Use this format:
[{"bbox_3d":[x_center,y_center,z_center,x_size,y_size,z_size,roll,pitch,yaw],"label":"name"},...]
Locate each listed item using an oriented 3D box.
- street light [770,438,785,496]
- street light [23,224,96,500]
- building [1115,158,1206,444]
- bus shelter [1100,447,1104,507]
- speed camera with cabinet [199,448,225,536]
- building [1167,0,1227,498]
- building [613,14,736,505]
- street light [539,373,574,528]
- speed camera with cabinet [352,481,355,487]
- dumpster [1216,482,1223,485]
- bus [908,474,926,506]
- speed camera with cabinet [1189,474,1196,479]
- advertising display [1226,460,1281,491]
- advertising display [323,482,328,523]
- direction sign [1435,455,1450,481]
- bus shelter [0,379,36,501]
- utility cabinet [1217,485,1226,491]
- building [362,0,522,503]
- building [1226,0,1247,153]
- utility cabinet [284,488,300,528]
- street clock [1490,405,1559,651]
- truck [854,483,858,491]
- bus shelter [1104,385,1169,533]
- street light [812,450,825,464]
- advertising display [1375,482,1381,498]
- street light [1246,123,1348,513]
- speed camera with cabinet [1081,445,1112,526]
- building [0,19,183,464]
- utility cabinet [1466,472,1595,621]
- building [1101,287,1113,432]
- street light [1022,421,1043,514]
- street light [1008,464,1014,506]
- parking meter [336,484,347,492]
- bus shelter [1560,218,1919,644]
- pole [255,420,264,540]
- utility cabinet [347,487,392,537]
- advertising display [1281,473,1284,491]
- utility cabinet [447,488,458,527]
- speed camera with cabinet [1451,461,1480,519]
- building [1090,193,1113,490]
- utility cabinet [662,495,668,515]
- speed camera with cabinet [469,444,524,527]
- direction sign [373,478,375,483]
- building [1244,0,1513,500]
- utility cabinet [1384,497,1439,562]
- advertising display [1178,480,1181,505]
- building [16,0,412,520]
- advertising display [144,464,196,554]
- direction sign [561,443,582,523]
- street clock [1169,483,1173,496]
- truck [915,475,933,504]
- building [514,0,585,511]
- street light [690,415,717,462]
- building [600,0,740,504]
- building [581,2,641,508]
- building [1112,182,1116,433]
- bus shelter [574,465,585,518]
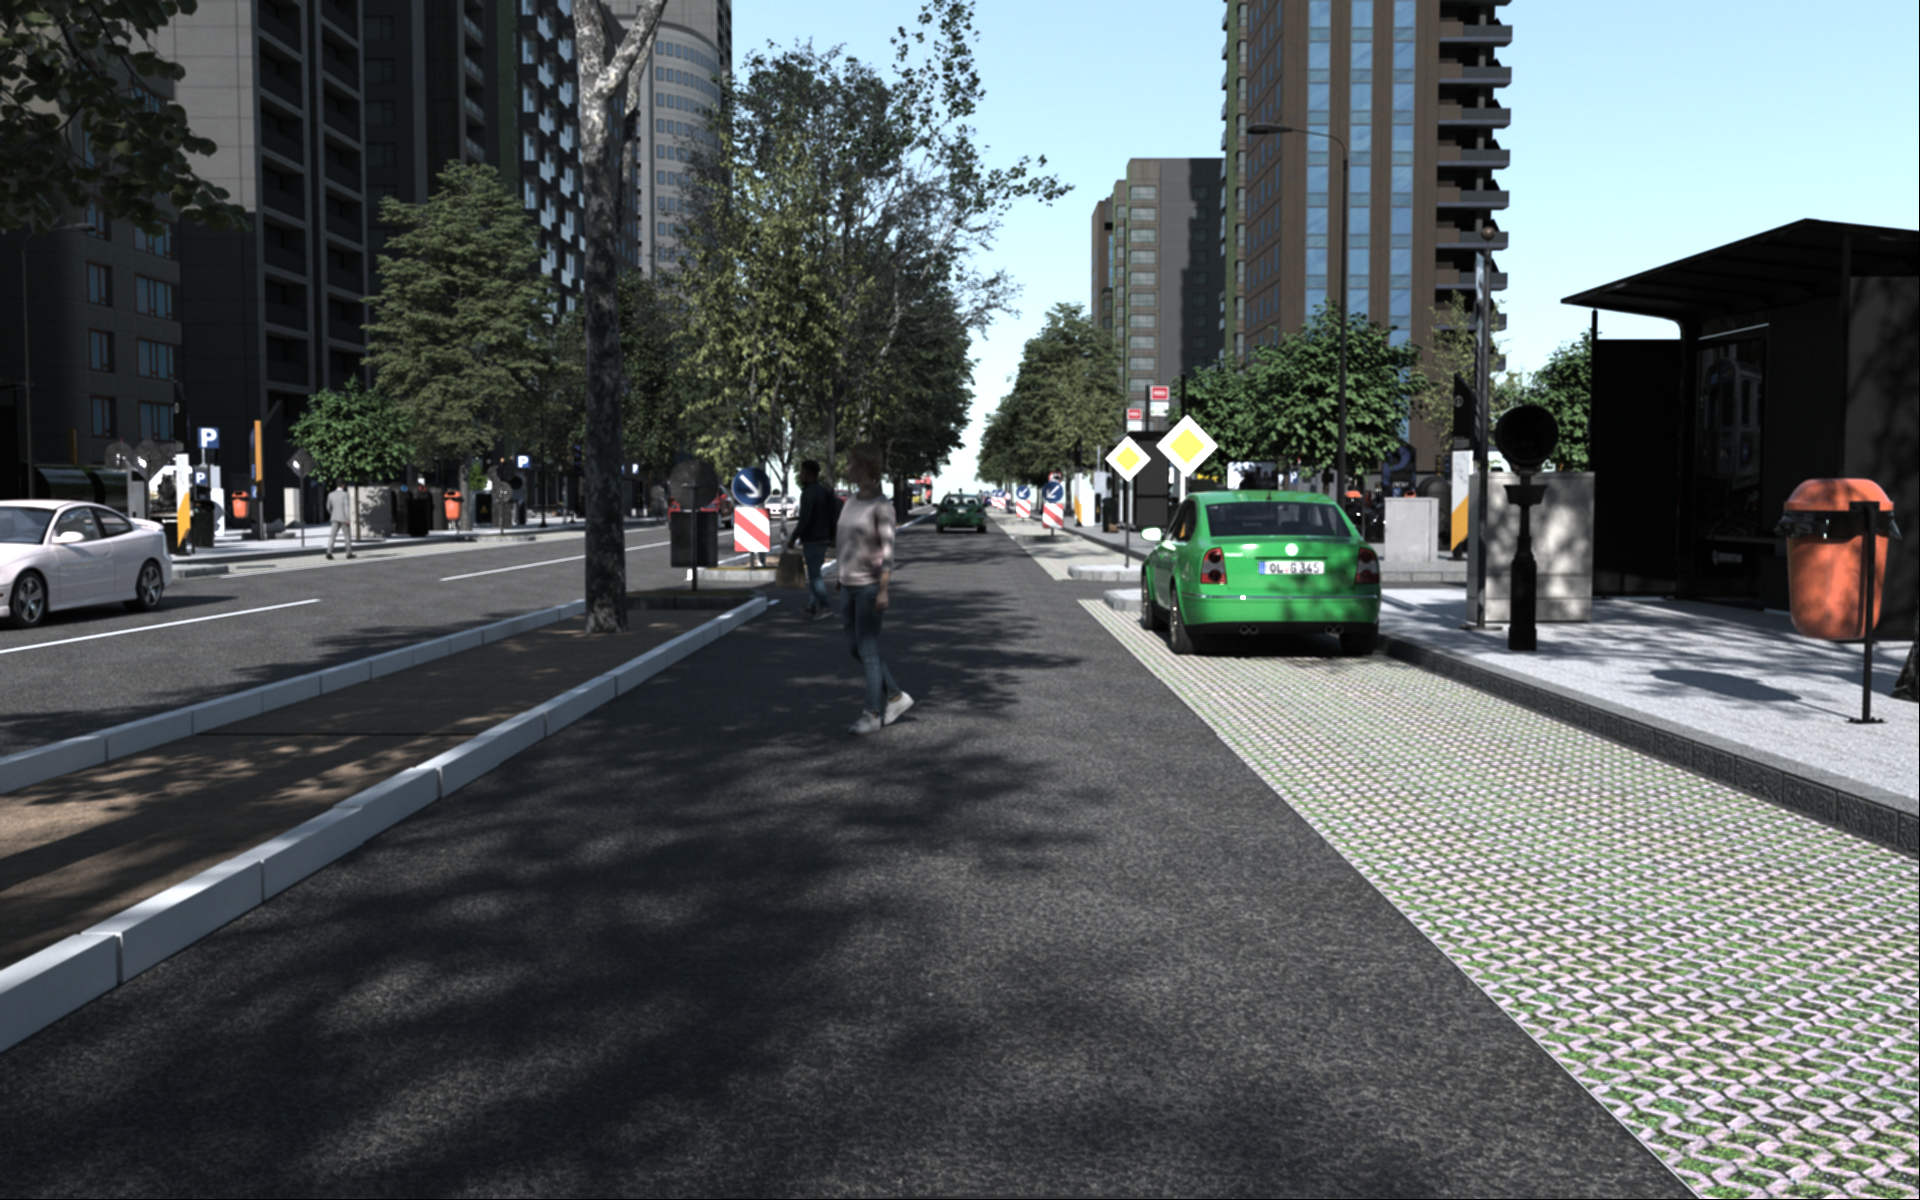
[{"bbox_3d":[-15.101,-10.411,142.755,1.470,5.913,1.316,0,4,0],"label":"street light"},{"bbox_3d":[-15.542,-3.509,29.921,1.470,5.913,1.316,0,4,0],"label":"street light"},{"bbox_3d":[27.214,-32.393,213.219,14.154,41.232,14.086,0,4,0],"label":"building"},{"bbox_3d":[7.401,-6.161,78.356,2.179,5.291,8.768,0,4,0],"label":"bus shelter"},{"bbox_3d":[-23.003,-3.604,53.269,0.660,3.252,2.038,-2,4,-26],"label":"speed camera with cabinet"},{"bbox_3d":[31.038,-51.176,149.399,22.319,86.520,31.000,0,4,0],"label":"building"},{"bbox_3d":[-40.544,-41.217,215.902,21.231,58.520,28.212,0,4,0],"label":"building"},{"bbox_3d":[-15.362,-5.713,65.950,1.470,5.913,1.316,0,4,0],"label":"street light"},{"bbox_3d":[-28.557,-5.483,83.978,0.660,3.252,2.038,2,4,25],"label":"speed camera with cabinet"},{"bbox_3d":[7.733,-2.724,47.038,1.502,2.255,1.985,0,4,0],"label":"dumpster"},{"bbox_3d":[-5.757,-13.630,214.403,2.896,3.916,12.252,0,4,1],"label":"bus"},{"bbox_3d":[11.549,-5.303,81.044,0.660,3.252,2.038,-3,5,-43],"label":"speed camera with cabinet"},{"bbox_3d":[5.487,-1.673,32.567,0.974,1.923,0.123,1,4,13],"label":"advertising display"},{"bbox_3d":[-28.710,-4.463,78.188,0.123,1.923,0.974,-3,4,-36],"label":"advertising display"},{"bbox_3d":[27.955,-6.625,100.317,0.876,3.537,0.379,2,4,32],"label":"direction sign"},{"bbox_3d":[-20.404,-2.592,33.654,1.731,3.624,6.357,0,3,0],"label":"bus shelter"},{"bbox_3d":[6.907,-2.142,43.701,1.173,1.500,0.318,3,4,38],"label":"utility cabinet"},{"bbox_3d":[-37.222,-26.203,112.017,14.154,41.232,14.086,0,4,0],"label":"building"},{"bbox_3d":[26.415,-27.165,127.746,14.154,41.232,14.086,0,4,0],"label":"building"},{"bbox_3d":[-25.051,-3.404,64.327,1.173,1.500,0.318,2,4,25],"label":"utility cabinet"},{"bbox_3d":[4.619,-0.587,14.171,0.471,2.002,0.358,0,4,6],"label":"street clock"},{"bbox_3d":[-10.366,-12.957,201.606,2.967,4.110,18.799,0,4,0],"label":"truck"},{"bbox_3d":[6.644,-5.137,61.619,2.179,5.291,8.768,0,4,0],"label":"bus shelter"},{"bbox_3d":[-14.928,-12.604,178.619,1.470,5.913,1.316,0,4,0],"label":"street light"},{"bbox_3d":[22.767,-5.366,92.950,0.974,1.923,0.123,0,4,3],"label":"advertising display"},{"bbox_3d":[4.291,-3.017,21.873,1.470,5.913,1.316,0,4,0],"label":"street light"},{"bbox_3d":[5.503,-4.610,69.713,0.660,3.252,2.038,2,4,26],"label":"speed camera with cabinet"},{"bbox_3d":[-46.321,-13.001,57.608,27.650,21.520,28.899,0,4,0],"label":"building"},{"bbox_3d":[5.695,-0.528,17.320,1.173,1.500,0.318,0,4,-4],"label":"utility cabinet"},{"bbox_3d":[26.503,-28.757,241.883,14.160,30.474,14.107,0,4,0],"label":"building"},{"bbox_3d":[4.640,-8.386,109.644,1.470,5.913,1.316,0,4,0],"label":"street light"},{"bbox_3d":[4.710,-10.603,145.894,1.470,5.913,1.316,0,4,0],"label":"street light"},{"bbox_3d":[-25.511,-4.024,71.496,0.399,1.863,0.255,1,4,20],"label":"parking meter"},{"bbox_3d":[8.072,-1.627,17.892,1.731,3.624,6.357,0,4,0],"label":"bus shelter"},{"bbox_3d":[-19.451,-3.318,48.085,0.158,3.312,0.155,0,3,0],"label":"pole"},{"bbox_3d":[-17.376,-2.586,50.968,1.173,1.500,0.318,-2,4,-29],"label":"utility cabinet"},{"bbox_3d":[9.680,-2.940,53.280,0.123,1.923,0.974,3,4,39],"label":"advertising display"},{"bbox_3d":[-19.791,-3.518,66.199,1.173,1.500,0.318,1,4,12],"label":"utility cabinet"},{"bbox_3d":[19.996,-4.601,69.562,0.660,3.252,2.038,-3,4,-38],"label":"speed camera with cabinet"},{"bbox_3d":[26.782,-37.097,256.645,14.600,45.320,14.200,0,4,0],"label":"building"},{"bbox_3d":[-17.908,-5.753,105.217,0.306,1.237,1.020,1,4,19],"label":"utility cabinet"},{"bbox_3d":[-18.316,-4.535,68.484,2.038,3.252,0.660,-2,4,-25],"label":"speed camera with cabinet"},{"bbox_3d":[-26.258,-5.237,77.616,0.379,3.537,0.876,0,4,-3],"label":"direction sign"},{"bbox_3d":[26.762,-28.342,113.504,14.600,45.320,14.200,0,4,0],"label":"building"},{"bbox_3d":[8.582,-1.332,32.940,0.306,1.237,1.020,-3,5,-42],"label":"utility cabinet"},{"bbox_3d":[9.956,-4.477,78.406,0.123,1.923,0.974,0,4,4],"label":"advertising display"},{"bbox_3d":[-40.379,-39.787,88.764,20.563,71.187,20.611,0,4,0],"label":"building"},{"bbox_3d":[-16.770,-1.930,36.772,0.974,1.923,0.123,-2,4,-25],"label":"advertising display"},{"bbox_3d":[-17.152,-5.171,76.542,0.876,3.537,0.379,0,4,0],"label":"direction sign"},{"bbox_3d":[8.614,-4.130,72.096,0.471,2.002,0.358,-1,4,-20],"label":"street clock"},{"bbox_3d":[-5.366,-16.268,254.888,2.839,4.237,11.283,0,4,0],"label":"truck"},{"bbox_3d":[-41.712,-31.479,134.287,23.786,49.044,30.456,0,4,0],"label":"building"},{"bbox_3d":[-15.243,-7.888,101.505,1.470,5.913,1.316,0,4,0],"label":"street light"},{"bbox_3d":[-39.976,-49.041,240.067,20.563,71.187,20.611,0,4,0],"label":"building"},{"bbox_3d":[-37.327,-30.982,156.671,14.600,45.320,14.200,0,4,0],"label":"building"},{"bbox_3d":[26.879,-33.255,227.306,14.154,41.232,14.086,0,4,0],"label":"building"},{"bbox_3d":[-19.449,-6.291,94.148,1.731,3.624,6.357,0,4,0],"label":"bus shelter"}]
